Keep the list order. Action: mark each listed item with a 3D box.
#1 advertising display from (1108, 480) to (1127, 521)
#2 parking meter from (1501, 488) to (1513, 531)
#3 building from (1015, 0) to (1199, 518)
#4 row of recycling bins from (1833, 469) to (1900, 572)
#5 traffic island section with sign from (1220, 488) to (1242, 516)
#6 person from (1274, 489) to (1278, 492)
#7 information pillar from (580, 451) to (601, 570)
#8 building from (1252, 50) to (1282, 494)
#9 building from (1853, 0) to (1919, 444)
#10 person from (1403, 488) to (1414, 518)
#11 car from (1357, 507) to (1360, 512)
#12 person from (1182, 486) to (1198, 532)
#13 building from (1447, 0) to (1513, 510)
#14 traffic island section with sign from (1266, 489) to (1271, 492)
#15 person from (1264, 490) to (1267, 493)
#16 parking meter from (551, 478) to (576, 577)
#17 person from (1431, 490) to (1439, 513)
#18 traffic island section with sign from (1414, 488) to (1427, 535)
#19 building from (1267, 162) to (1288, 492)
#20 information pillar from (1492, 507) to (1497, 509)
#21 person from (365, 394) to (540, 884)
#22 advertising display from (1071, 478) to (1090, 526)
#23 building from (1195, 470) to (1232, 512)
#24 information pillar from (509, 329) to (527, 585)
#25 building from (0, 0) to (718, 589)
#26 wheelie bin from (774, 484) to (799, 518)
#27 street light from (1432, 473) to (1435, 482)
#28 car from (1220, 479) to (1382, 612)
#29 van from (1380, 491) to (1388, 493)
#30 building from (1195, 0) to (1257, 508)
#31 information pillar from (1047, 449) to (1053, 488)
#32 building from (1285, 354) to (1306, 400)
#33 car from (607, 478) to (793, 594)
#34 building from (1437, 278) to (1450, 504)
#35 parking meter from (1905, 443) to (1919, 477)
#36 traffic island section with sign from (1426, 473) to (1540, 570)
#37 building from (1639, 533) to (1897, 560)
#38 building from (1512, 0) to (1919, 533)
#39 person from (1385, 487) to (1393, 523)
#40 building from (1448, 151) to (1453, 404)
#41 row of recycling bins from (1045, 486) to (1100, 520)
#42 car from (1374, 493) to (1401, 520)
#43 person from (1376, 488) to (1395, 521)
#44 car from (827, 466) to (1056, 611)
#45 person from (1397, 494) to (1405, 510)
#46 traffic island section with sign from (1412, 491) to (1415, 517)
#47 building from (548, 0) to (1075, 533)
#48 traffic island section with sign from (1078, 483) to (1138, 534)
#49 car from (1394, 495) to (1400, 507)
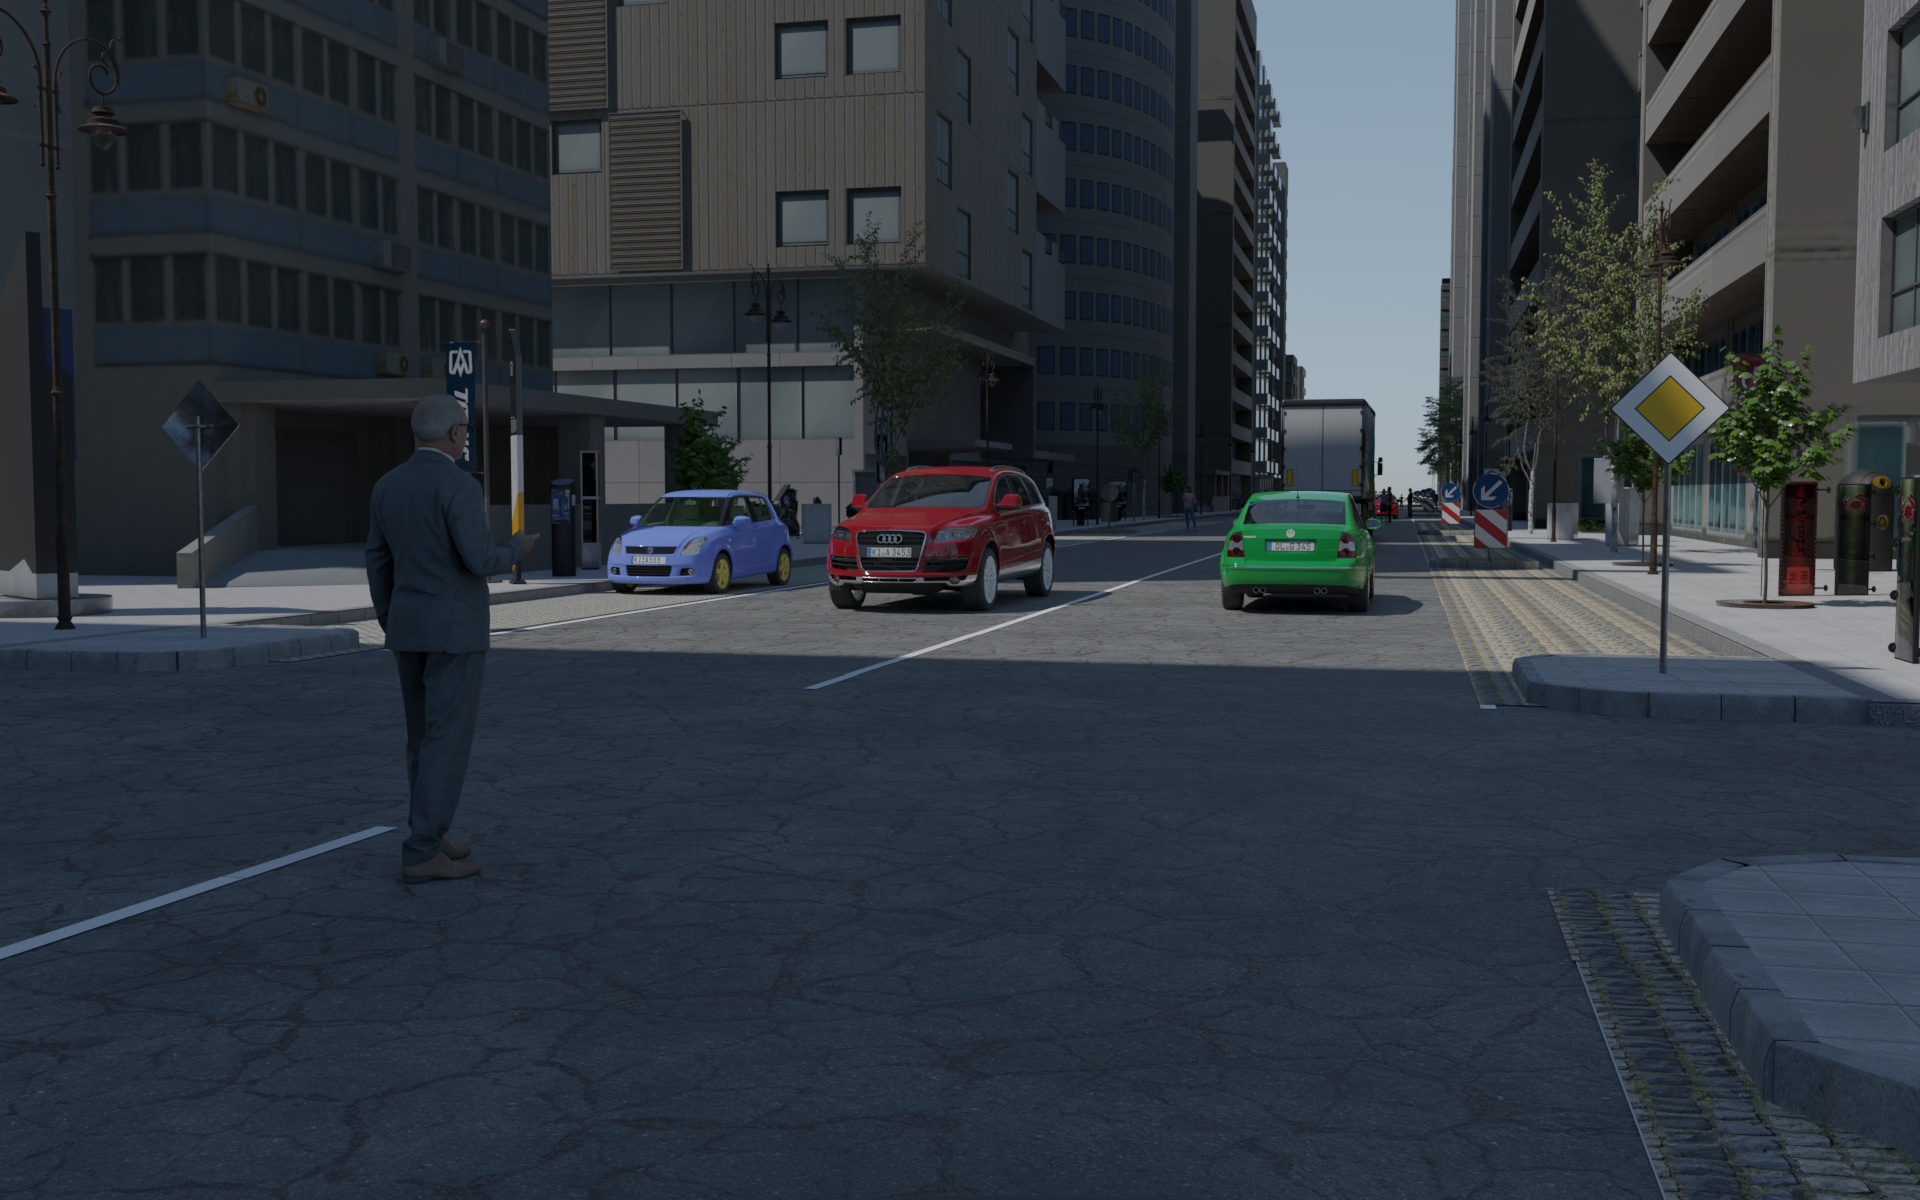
[{"bbox_3d":[7.492,-4.720,82.384,0.974,1.923,0.123,-2,4,-24],"label":"advertising display"},{"bbox_3d":[18.955,-3.157,60.027,0.372,1.533,0.369,0,3,0],"label":"parking meter"},{"bbox_3d":[2.236,-34.401,104.460,21.231,58.520,28.212,1,4,14],"label":"building"},{"bbox_3d":[16.386,-1.312,28.566,3.534,1.692,1.069,1,4,17],"label":"row of recycling bins"},{"bbox_3d":[17.884,-6.312,111.832,1.989,1.847,2.006,1,4,14],"label":"traffic island section with sign"},{"bbox_3d":[16.234,-4.861,88.902,0.541,1.710,0.530,-1,4,-21],"label":"person"},{"bbox_3d":[-6.266,-1.523,29.386,0.304,2.012,0.304,0,4,-4],"label":"information pillar"},{"bbox_3d":[22.872,-34.752,187.810,23.786,49.044,30.456,1,4,14],"label":"building"},{"bbox_3d":[17.933,-14.949,16.112,14.107,30.474,14.160,1,4,14],"label":"building"},{"bbox_3d":[27.170,-5.881,104.666,0.705,1.822,1.348,-1,4,-10],"label":"person"},{"bbox_3d":[9.024,-2.125,43.547,1.959,1.807,4.718,1,4,15],"label":"car"},{"bbox_3d":[8.825,-3.496,66.246,0.593,1.750,0.643,0,4,-2],"label":"person"},{"bbox_3d":[63.302,-39.302,184.591,21.231,58.520,28.212,1,4,14],"label":"building"},{"bbox_3d":[24.548,-7.910,137.954,1.989,1.847,2.006,1,4,14],"label":"traffic island section with sign"},{"bbox_3d":[22.708,-7.284,128.531,0.756,1.711,0.436,-2,4,-27],"label":"person"},{"bbox_3d":[-6.178,-1.136,26.987,0.372,1.533,0.369,0,3,0],"label":"parking meter"},{"bbox_3d":[35.807,-7.414,130.638,0.541,1.710,0.530,2,4,33],"label":"person"},{"bbox_3d":[17.071,-3.186,60.724,1.989,1.847,2.006,1,4,14],"label":"traffic island section with sign"},{"bbox_3d":[31.813,-32.132,208.948,14.154,41.232,14.086,1,4,14],"label":"building"},{"bbox_3d":[25.214,-4.733,81.879,0.304,2.012,0.304,0,4,6],"label":"information pillar"},{"bbox_3d":[-1.914,0.129,6.571,0.661,1.801,0.590,2,4,33],"label":"person"},{"bbox_3d":[4.854,-3.939,69.615,0.974,1.923,0.123,-3,5,-43],"label":"advertising display"},{"bbox_3d":[3.961,-26.886,131.467,32.217,40.220,23.993,1,4,14],"label":"building"},{"bbox_3d":[-6.278,-2.030,24.541,0.183,3.616,0.504,-2,4,-24],"label":"information pillar"},{"bbox_3d":[-22.040,-20.918,33.896,32.217,40.220,23.993,1,4,14],"label":"building"},{"bbox_3d":[-5.524,-2.897,55.272,0.693,1.594,0.980,-1,4,-23],"label":"wheelie bin"},{"bbox_3d":[55.510,-13.980,201.367,0.468,5.910,1.993,1,4,14],"label":"street light"},{"bbox_3d":[4.476,-0.843,22.577,1.959,1.807,4.718,1,4,15],"label":"car"},{"bbox_3d":[52.303,-12.584,212.757,2.013,2.044,4.112,1,4,14],"label":"van"},{"bbox_3d":[14.325,-32.348,152.590,21.300,48.544,21.600,1,4,14],"label":"building"},{"bbox_3d":[4.654,-6.019,89.759,0.183,3.616,0.504,2,4,34],"label":"information pillar"},{"bbox_3d":[31.383,-23.655,231.797,27.650,21.520,28.899,1,4,14],"label":"building"},{"bbox_3d":[-3.874,-1.003,25.988,1.945,1.707,3.694,1,4,16],"label":"car"},{"bbox_3d":[70.807,-28.023,229.884,14.160,30.474,14.107,1,4,14],"label":"building"},{"bbox_3d":[10.905,-0.847,19.559,0.255,1.863,0.399,-3,4,-38],"label":"parking meter"},{"bbox_3d":[10.186,-1.535,33.732,1.989,1.847,2.006,1,4,14],"label":"traffic island section with sign"},{"bbox_3d":[28.930,-25.491,40.472,21.300,48.544,21.600,1,4,14],"label":"building"},{"bbox_3d":[34.368,-27.335,70.629,21.300,48.544,21.600,1,4,14],"label":"building"},{"bbox_3d":[21.588,-4.808,87.208,0.705,1.812,1.348,1,4,11],"label":"person"},{"bbox_3d":[70.661,-35.848,209.824,21.300,48.544,21.600,1,4,14],"label":"building"},{"bbox_3d":[5.655,-4.835,86.170,3.534,1.692,1.069,-3,5,-43],"label":"row of recycling bins"},{"bbox_3d":[23.994,-5.476,98.579,2.155,1.783,4.494,1,4,13],"label":"car"},{"bbox_3d":[22.431,-5.044,91.762,1.217,1.735,0.721,2,4,26],"label":"person"},{"bbox_3d":[-0.131,-0.881,23.073,2.281,1.827,5.304,1,4,16],"label":"car"},{"bbox_3d":[40.028,-8.887,157.054,1.065,1.426,0.557,0,4,-1],"label":"person"},{"bbox_3d":[29.457,-6.152,109.210,1.989,1.847,2.006,1,4,14],"label":"traffic island section with sign"},{"bbox_3d":[-10.892,-29.417,70.213,28.713,52.752,27.495,1,4,14],"label":"building"},{"bbox_3d":[5.426,-3.331,63.093,1.989,1.847,2.006,1,4,14],"label":"traffic island section with sign"},{"bbox_3d":[33.335,-7.536,135.214,2.014,1.417,4.499,1,4,15],"label":"car"}]
